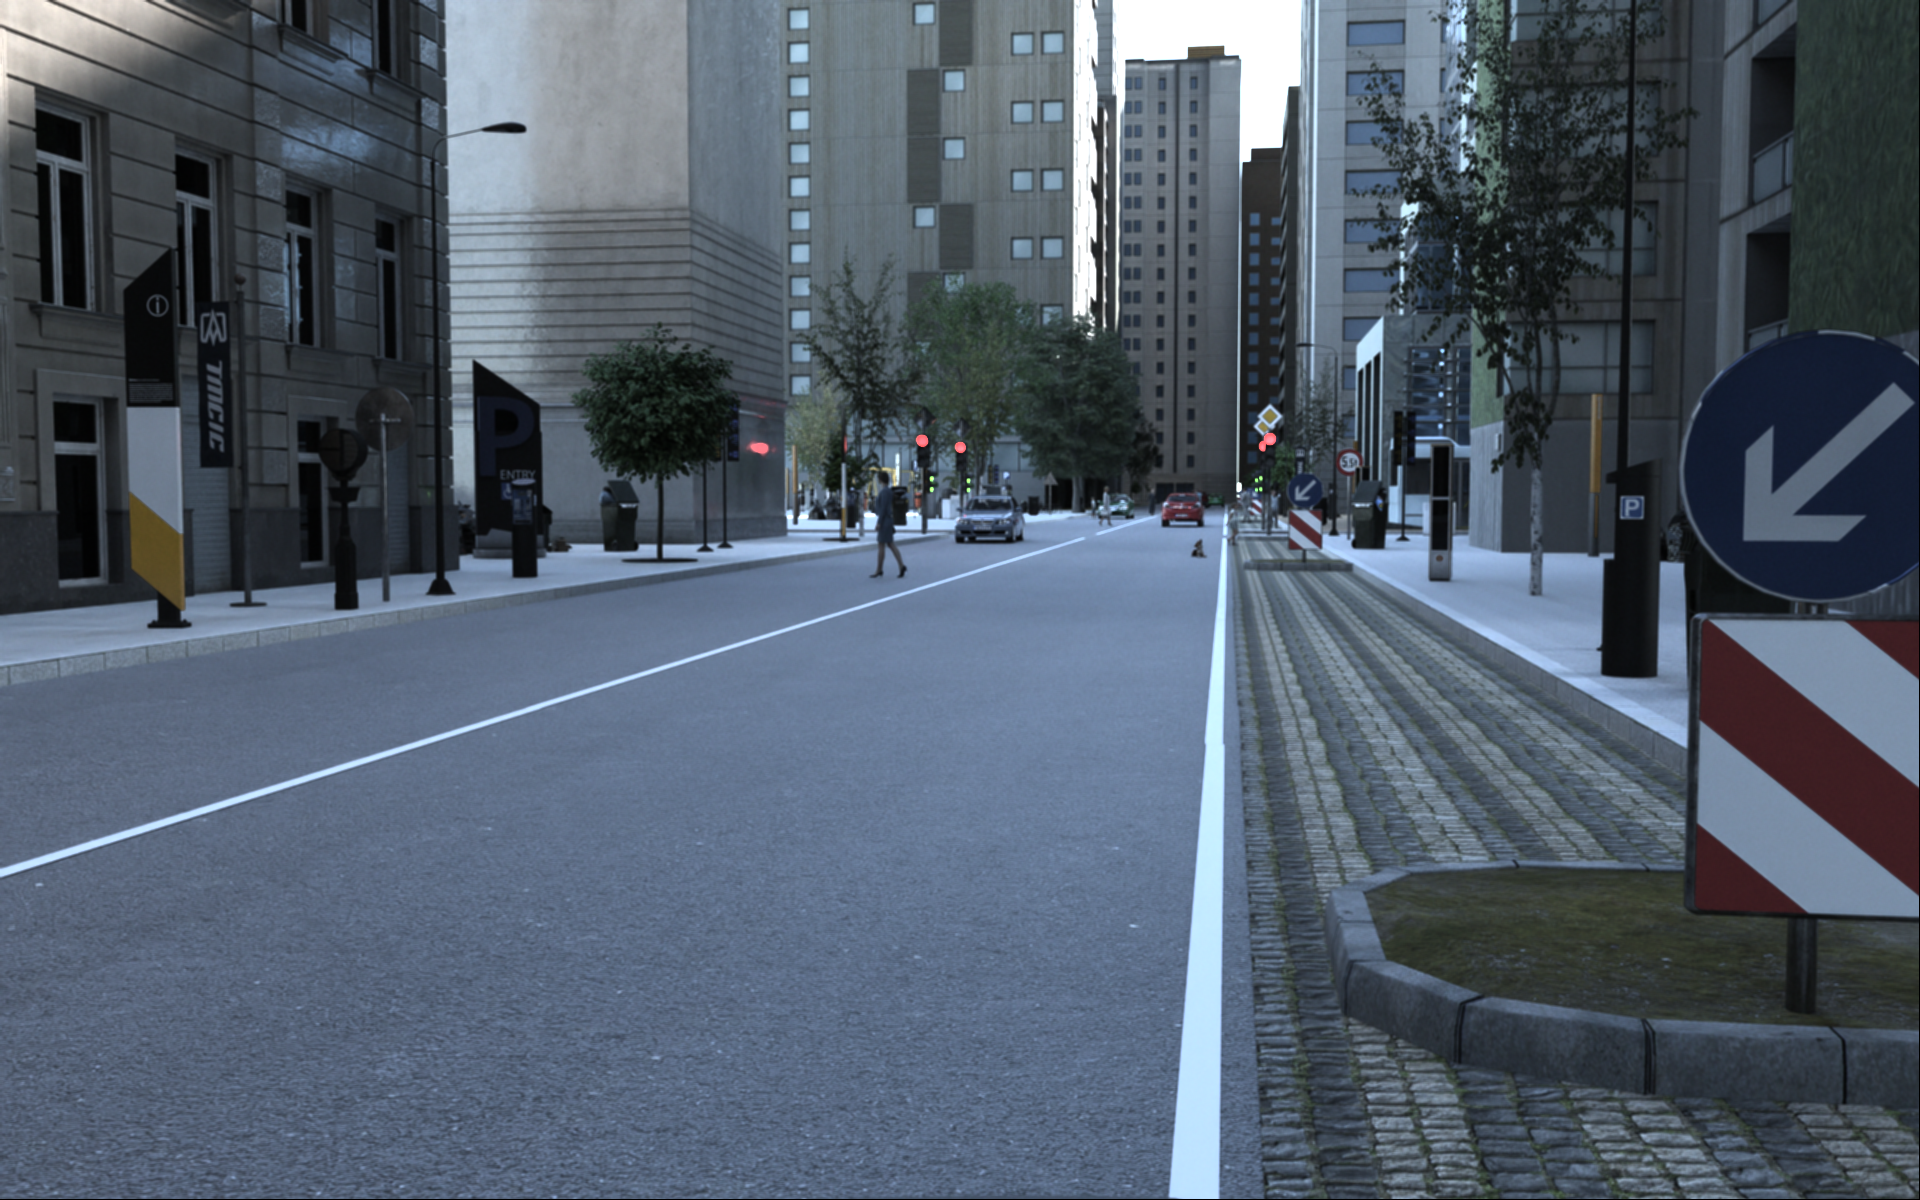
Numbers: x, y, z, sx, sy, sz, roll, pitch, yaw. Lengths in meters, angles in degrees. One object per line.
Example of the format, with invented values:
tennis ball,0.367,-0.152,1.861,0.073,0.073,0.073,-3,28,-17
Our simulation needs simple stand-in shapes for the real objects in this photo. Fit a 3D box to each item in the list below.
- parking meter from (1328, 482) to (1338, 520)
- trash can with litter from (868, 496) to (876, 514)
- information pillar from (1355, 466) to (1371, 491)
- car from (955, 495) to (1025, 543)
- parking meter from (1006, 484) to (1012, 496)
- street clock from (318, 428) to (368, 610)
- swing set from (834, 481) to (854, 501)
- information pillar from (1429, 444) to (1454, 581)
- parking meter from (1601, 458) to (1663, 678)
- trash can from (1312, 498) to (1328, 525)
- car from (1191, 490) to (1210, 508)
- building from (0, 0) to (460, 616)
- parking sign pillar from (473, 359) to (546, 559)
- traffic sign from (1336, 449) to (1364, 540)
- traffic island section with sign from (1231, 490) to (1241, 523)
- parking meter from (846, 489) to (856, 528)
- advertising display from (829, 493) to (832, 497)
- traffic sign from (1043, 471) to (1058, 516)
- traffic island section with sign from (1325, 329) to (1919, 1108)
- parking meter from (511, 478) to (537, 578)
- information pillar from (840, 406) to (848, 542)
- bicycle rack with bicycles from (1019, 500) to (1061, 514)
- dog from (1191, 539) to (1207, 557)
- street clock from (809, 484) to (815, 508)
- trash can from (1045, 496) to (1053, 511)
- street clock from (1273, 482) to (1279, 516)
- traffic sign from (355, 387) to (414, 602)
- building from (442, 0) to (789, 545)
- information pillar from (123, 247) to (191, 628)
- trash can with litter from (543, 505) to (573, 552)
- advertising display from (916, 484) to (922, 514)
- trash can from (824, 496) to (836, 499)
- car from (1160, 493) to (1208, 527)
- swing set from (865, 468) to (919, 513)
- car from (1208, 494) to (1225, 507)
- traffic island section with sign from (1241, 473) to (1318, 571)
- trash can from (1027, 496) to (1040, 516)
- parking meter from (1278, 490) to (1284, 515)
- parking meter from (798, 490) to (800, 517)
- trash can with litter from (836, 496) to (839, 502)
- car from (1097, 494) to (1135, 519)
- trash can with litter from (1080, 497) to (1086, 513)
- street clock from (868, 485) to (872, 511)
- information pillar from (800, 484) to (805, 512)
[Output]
parking meter,18.564,-4.925,86.230,0.399,1.863,0.255,3,4,38
trash can with litter,-5.448,-6.241,113.429,0.624,1.170,1.055,3,5,45
information pillar,10.614,-2.520,45.688,0.304,2.012,0.304,-1,4,-20
car,0.938,-2.468,52.361,2.014,1.417,4.499,0,4,8
parking meter,2.914,-5.962,103.190,0.255,1.863,0.399,-2,4,-24
street clock,-6.828,-0.896,19.222,0.471,2.002,0.358,0,4,7
swing set,-8.369,-8.691,139.712,3.119,2.851,2.862,1,4,19
information pillar,7.105,-1.289,25.561,0.304,2.012,0.304,1,4,21
parking meter,4.738,-0.233,12.219,0.372,1.533,0.369,0,3,0
trash can,14.724,-3.625,70.914,0.748,1.137,0.748,0,3,0
car,24.195,-10.224,175.830,2.281,1.827,5.304,1,4,9
building,-15.861,-13.458,17.304,12.463,27.353,25.104,1,4,9
parking sign pillar,-9.091,-2.837,34.853,1.447,3.967,1.447,-1,4,-20
traffic sign,10.915,-2.963,48.554,0.768,2.556,0.104,1,4,18
traffic island section with sign,14.632,-4.748,86.261,1.989,1.847,2.006,1,4,9
parking meter,-4.093,-3.460,64.986,0.372,1.533,0.369,0,3,0
advertising display,-9.232,-7.216,123.190,0.123,1.923,0.974,-1,4,-8
traffic sign,5.192,-6.093,99.617,0.884,2.594,0.081,1,4,13
traffic island section with sign,2.098,0.223,4.984,1.989,1.847,2.006,1,4,9
parking meter,-6.711,-1.117,26.678,0.372,1.533,0.369,0,3,0
information pillar,-3.105,-3.368,46.414,0.183,3.616,0.504,0,4,2
bicycle rack with bicycles,5.127,-6.008,111.610,2.925,0.926,2.852,-1,4,-22
dog,5.505,-1.180,39.479,0.550,0.427,0.748,3,4,36
street clock,-11.698,-8.205,138.720,0.358,2.002,0.471,0,4,2
trash can,6.739,-7.320,131.332,0.748,1.137,0.748,0,3,0
street clock,18.662,-5.981,102.363,0.358,2.002,0.471,-1,4,-11
traffic sign,-6.861,-1.256,20.634,0.768,2.556,0.104,1,4,12
building,-14.837,-12.244,49.348,18.267,20.994,9.793,1,4,9
information pillar,-7.679,-1.540,16.536,0.504,3.616,0.183,0,3,0
trash can with litter,-9.162,-1.648,38.335,0.624,1.170,1.055,3,5,41
advertising display,-2.517,-6.688,114.558,0.123,1.923,0.974,3,5,45
trash can,-7.994,-5.816,106.747,0.748,1.137,0.748,0,3,0
car,9.947,-4.163,77.103,2.155,1.783,4.494,1,4,9
swing set,-4.657,-7.283,116.692,3.119,2.851,2.862,-1,4,-22
car,28.151,-11.106,190.374,1.959,1.807,4.718,1,4,9
traffic island section with sign,6.413,-1.485,32.910,1.989,1.847,2.006,1,4,9
trash can,4.402,-5.618,103.511,0.748,1.137,0.748,0,3,0
parking meter,20.059,-6.101,108.163,0.372,1.533,0.369,0,3,0
parking meter,-9.025,-5.341,95.728,0.372,1.533,0.369,0,3,0
trash can with litter,-8.536,-7.056,126.424,2.233,1.210,1.678,2,4,25
car,9.133,-5.452,100.936,2.131,1.459,4.920,1,4,10
trash can with litter,8.144,-6.529,118.138,0.624,1.170,1.055,2,4,29
street clock,-6.932,-7.901,133.749,0.358,2.002,0.471,0,4,-6
information pillar,-11.410,-7.389,125.297,0.304,2.012,0.304,-2,4,-27
